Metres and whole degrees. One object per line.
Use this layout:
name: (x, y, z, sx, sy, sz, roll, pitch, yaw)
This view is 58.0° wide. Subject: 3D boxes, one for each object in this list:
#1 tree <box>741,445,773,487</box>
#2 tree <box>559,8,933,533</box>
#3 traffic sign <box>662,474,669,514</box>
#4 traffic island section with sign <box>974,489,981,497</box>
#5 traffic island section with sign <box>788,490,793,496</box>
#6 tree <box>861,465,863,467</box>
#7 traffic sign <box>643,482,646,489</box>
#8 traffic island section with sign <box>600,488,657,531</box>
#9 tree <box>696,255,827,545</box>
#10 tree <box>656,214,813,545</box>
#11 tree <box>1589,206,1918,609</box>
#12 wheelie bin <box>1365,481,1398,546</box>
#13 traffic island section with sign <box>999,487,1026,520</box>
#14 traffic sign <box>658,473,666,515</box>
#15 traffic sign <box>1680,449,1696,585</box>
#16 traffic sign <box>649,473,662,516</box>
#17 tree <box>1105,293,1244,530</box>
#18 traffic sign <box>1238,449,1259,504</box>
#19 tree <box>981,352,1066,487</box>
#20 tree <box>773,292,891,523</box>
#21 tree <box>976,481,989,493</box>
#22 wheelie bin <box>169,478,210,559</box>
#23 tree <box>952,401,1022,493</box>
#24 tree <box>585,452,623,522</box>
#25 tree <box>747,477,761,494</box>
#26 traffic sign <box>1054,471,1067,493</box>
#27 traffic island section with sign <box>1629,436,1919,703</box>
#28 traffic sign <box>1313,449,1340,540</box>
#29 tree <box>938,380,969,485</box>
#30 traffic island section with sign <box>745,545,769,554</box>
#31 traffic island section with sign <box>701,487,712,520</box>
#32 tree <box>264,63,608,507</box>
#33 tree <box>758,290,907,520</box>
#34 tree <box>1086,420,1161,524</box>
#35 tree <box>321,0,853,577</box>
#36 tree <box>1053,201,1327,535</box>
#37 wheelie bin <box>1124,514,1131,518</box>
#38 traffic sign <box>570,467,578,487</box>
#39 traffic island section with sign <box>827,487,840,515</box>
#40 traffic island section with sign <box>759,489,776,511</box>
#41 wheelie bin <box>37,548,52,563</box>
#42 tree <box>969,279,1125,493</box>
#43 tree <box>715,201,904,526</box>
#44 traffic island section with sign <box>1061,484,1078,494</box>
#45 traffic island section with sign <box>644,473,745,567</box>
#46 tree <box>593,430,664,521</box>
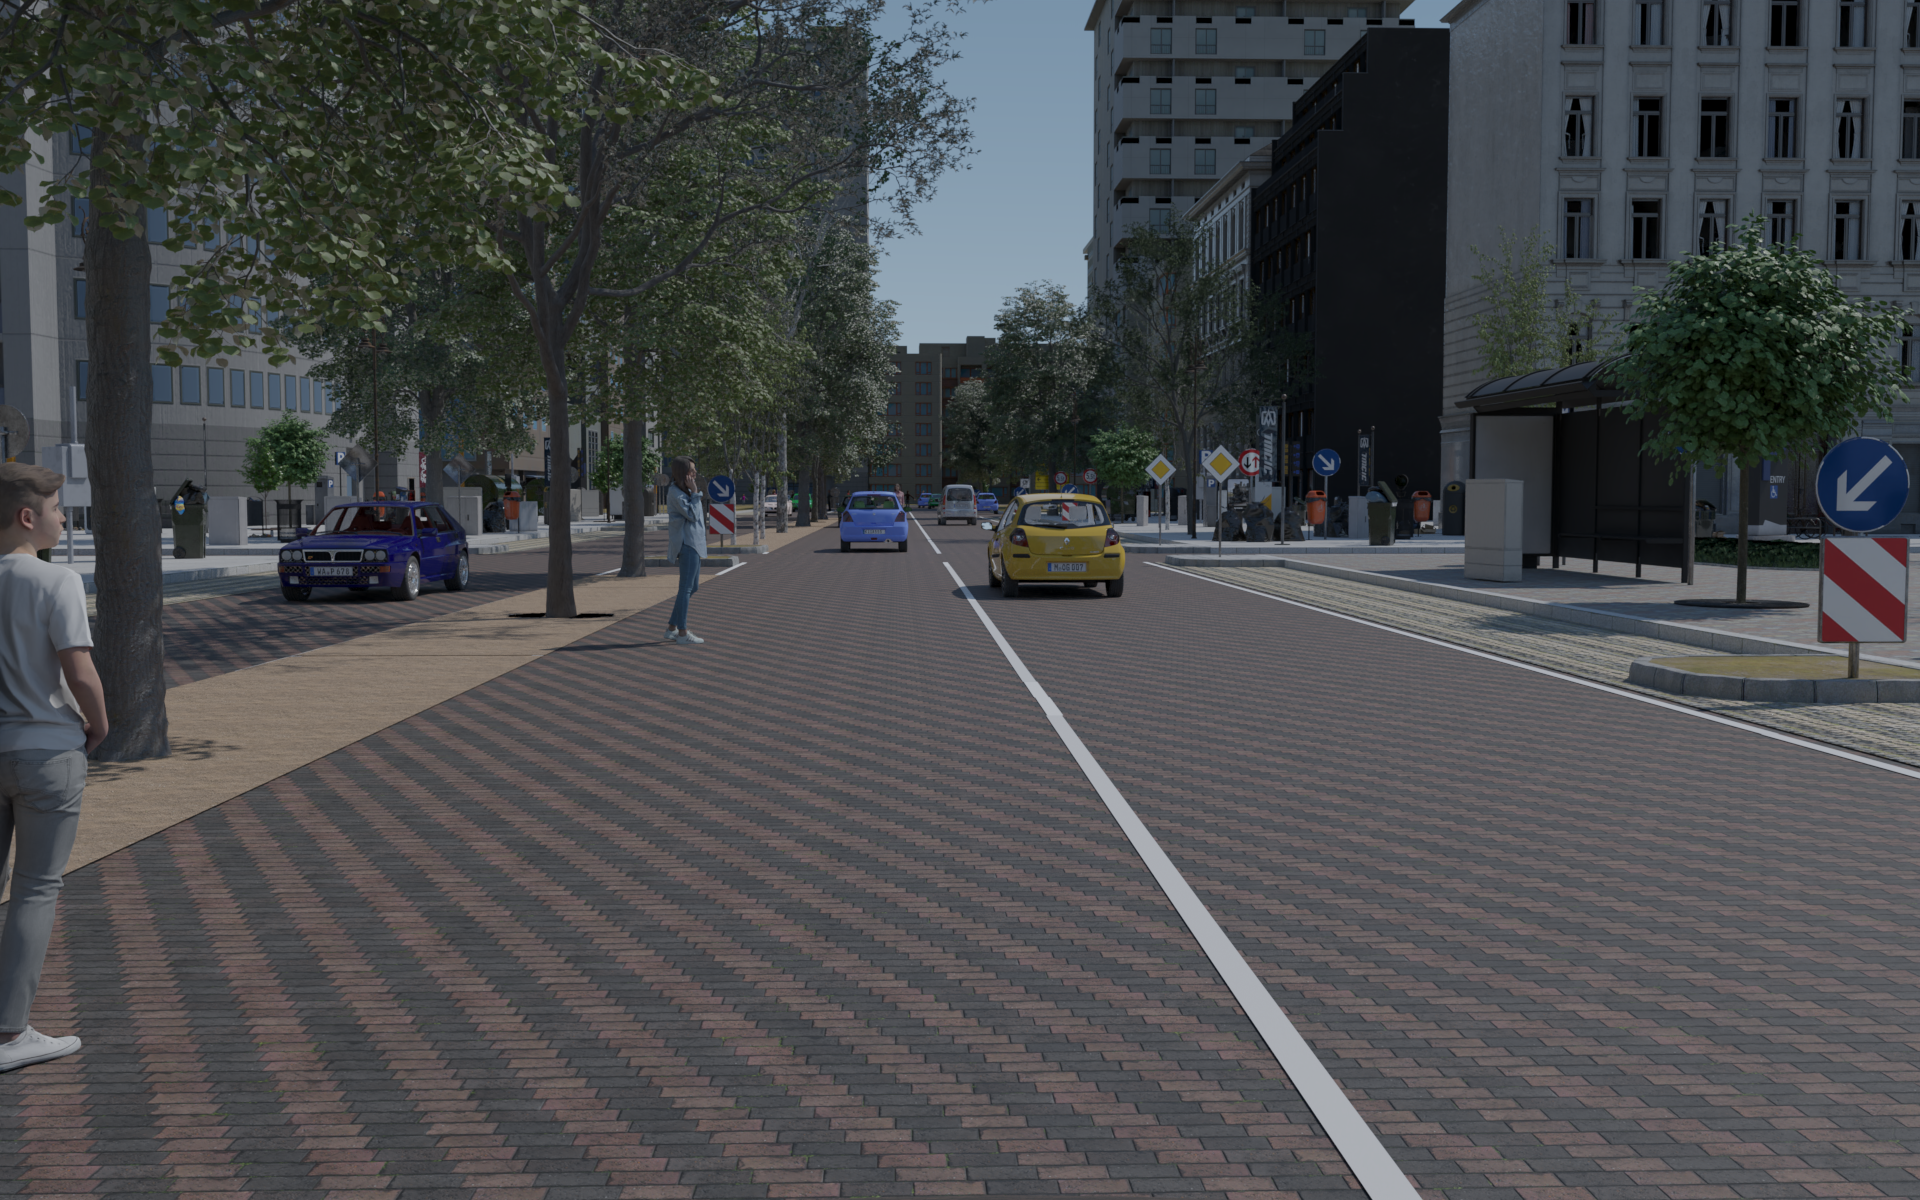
tree: (-19.963, -14.877, 177.645, 8.767, 10.594, 7.601, 3, 4, 38)
tree: (-7.777, -12.566, 63.799, 12.611, 20.169, 13.585, 0, 3, 0)
traffic sign: (-18.733, -6.684, 109.382, 0.768, 2.556, 0.104, 0, 4, 3)
traffic island section with sign: (1.302, -8.329, 144.803, 1.989, 1.847, 2.006, 0, 4, -2)
traffic island section with sign: (-16.659, -9.959, 171.452, 1.989, 1.847, 2.006, 0, 4, -2)
tree: (-8.380, -11.278, 104.972, 7.486, 12.596, 7.792, 0, 3, 0)
traffic sign: (-18.226, -6.138, 94.225, 2.265, 3.308, 0.079, 0, 4, 0)
traffic island section with sign: (-12.867, -3.600, 67.492, 1.989, 1.847, 2.006, 0, 4, -2)
tree: (-5.774, -5.870, 48.797, 4.360, 8.622, 3.978, 0, 3, 0)
tree: (-5.791, -5.586, 44.153, 4.737, 8.622, 4.395, 0, 3, 0)
tree: (8.974, -2.216, 19.952, 4.285, 4.588, 4.351, 0, 3, 0)
wheelie bin: (10.483, -2.154, 43.129, 0.693, 1.594, 0.980, 2, 4, 26)
traffic island section with sign: (3.125, -5.261, 94.644, 1.989, 1.847, 2.006, 0, 4, -2)
traffic sign: (-18.510, -6.525, 106.784, 0.768, 2.556, 0.104, 0, 4, 7)
traffic sign: (10.282, -1.480, 24.303, 0.768, 2.556, 0.104, 0, 4, 1)
traffic sign: (-18.008, -6.253, 102.339, 0.768, 2.556, 0.104, 0, 4, 3)
tree: (7.346, -6.812, 61.733, 4.360, 8.622, 3.978, 0, 3, 0)
traffic sign: (8.190, -2.973, 48.708, 0.768, 2.556, 0.104, 0, 4, 6)
tree: (5.198, -13.277, 135.198, 7.486, 12.596, 7.792, 0, 3, 0)
tree: (-7.204, -9.684, 86.547, 9.928, 11.665, 9.643, 0, 3, 0)
tree: (2.513, -12.231, 194.582, 1.663, 3.219, 1.824, 0, 3, 0)
wheelie bin: (-15.341, -1.627, 34.516, 0.693, 1.594, 0.980, -1, 4, -17)
tree: (3.063, -13.746, 159.155, 8.767, 10.594, 7.601, 2, 4, 34)
tree: (-16.197, -5.187, 79.416, 1.663, 3.219, 1.824, 0, 3, 0)
tree: (-20.075, -10.798, 171.153, 1.663, 3.219, 1.824, 0, 3, 0)
traffic sign: (5.649, -5.944, 97.296, 0.768, 2.556, 0.104, 0, 4, -1)
traffic island section with sign: (6.102, -0.252, 12.744, 1.989, 1.847, 2.006, 0, 4, -2)
traffic sign: (10.307, -2.978, 48.792, 0.768, 2.556, 0.104, 0, 4, 6)
tree: (2.204, -17.097, 186.195, 9.857, 13.997, 8.962, 0, 3, 0)
traffic island section with sign: (-5.765, -2.095, 42.385, 2.006, 1.907, 1.989, 0, 4, -2)
traffic island section with sign: (-13.862, -5.274, 94.863, 1.989, 1.847, 2.006, 0, 4, -2)
tree: (-15.286, -8.795, 50.460, 9.857, 13.997, 8.962, 0, 3, 0)
tree: (-7.776, -10.819, 96.351, 9.611, 12.733, 9.660, 0, 3, 0)
tree: (7.132, -5.599, 75.257, 4.285, 4.588, 4.351, 0, 3, 0)
tree: (-5.760, -6.689, 29.944, 7.486, 12.596, 7.792, 0, 3, 0)
tree: (7.312, -7.356, 54.675, 8.767, 10.594, 7.601, 0, 4, -4)
wheelie bin: (8.684, -5.149, 92.095, 0.693, 1.594, 0.980, -2, 4, -32)
traffic sign: (-18.072, -4.904, 80.285, 0.768, 2.556, 0.104, 0, 4, -1)
traffic island section with sign: (-8.510, -6.687, 117.473, 2.006, 1.907, 1.989, 0, 4, -2)
traffic island section with sign: (-15.668, -8.311, 144.515, 1.989, 1.847, 2.006, 0, 4, -2)
wheelie bin: (-15.153, -1.239, 28.173, 0.693, 1.594, 0.980, 2, 4, 33)
tree: (5.560, -11.963, 102.253, 9.857, 13.997, 8.962, 0, 3, 0)
tree: (-6.932, -10.210, 76.042, 9.857, 13.997, 8.962, 0, 3, 0)
traffic island section with sign: (4.106, -3.613, 67.697, 1.989, 1.847, 2.006, 0, 4, -2)
traffic island section with sign: (-5.505, -1.642, 34.982, 2.006, 1.907, 1.989, 0, 4, -2)
tree: (-15.903, -6.072, 82.995, 4.285, 4.588, 4.351, 0, 3, 0)
